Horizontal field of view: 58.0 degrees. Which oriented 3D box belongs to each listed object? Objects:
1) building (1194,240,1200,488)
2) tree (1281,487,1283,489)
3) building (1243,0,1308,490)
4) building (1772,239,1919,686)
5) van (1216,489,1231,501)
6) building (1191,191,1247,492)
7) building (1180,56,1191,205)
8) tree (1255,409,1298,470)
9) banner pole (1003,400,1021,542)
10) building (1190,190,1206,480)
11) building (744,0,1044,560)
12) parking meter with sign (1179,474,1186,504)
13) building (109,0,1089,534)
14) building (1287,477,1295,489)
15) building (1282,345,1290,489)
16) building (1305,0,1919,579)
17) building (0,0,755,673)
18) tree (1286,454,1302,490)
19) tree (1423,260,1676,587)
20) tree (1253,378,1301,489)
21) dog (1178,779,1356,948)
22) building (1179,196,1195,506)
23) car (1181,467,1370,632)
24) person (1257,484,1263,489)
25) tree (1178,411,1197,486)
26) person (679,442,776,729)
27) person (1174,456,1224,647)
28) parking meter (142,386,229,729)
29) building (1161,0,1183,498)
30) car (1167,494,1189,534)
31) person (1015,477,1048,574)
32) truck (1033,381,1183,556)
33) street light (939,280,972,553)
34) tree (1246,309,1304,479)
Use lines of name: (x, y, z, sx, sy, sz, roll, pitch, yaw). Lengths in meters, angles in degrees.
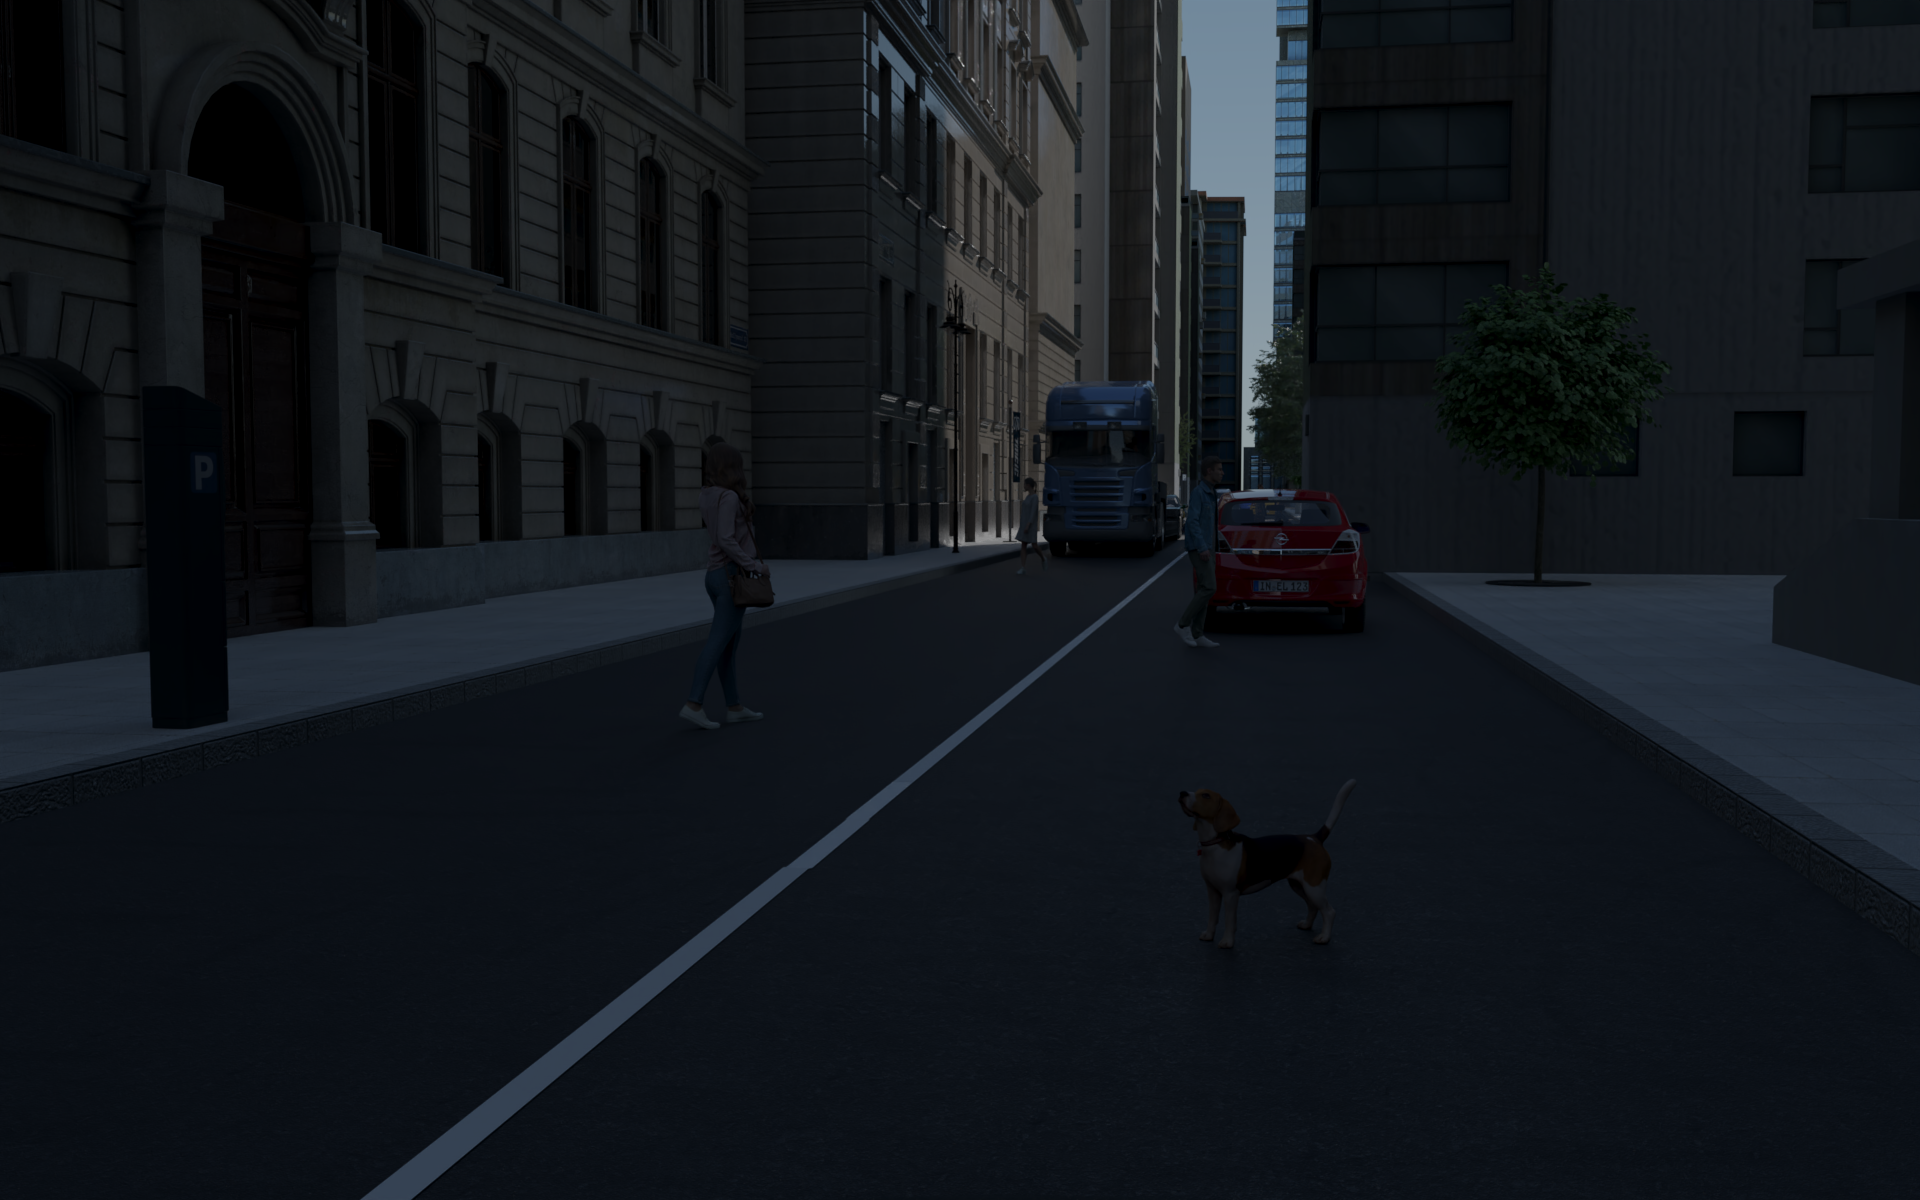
building: (18.922, -25.591, 190.106, 14.160, 30.474, 14.107, 1, 4, 10)
tree: (43.032, -14.336, 228.994, 1.663, 3.219, 1.824, 0, 3, 0)
building: (55.821, -56.864, 242.397, 31.000, 86.520, 22.319, 1, 4, 10)
building: (21.699, -19.099, 4.153, 32.217, 40.220, 23.993, 1, 4, 10)
van: (21.331, -8.192, 140.953, 2.013, 2.044, 4.112, 1, 4, 10)
building: (26.206, -36.297, 248.074, 28.867, 44.769, 22.147, 1, 4, 10)
building: (16.087, -32.147, 175.720, 14.600, 45.320, 14.200, 1, 4, 10)
tree: (30.351, -13.398, 153.469, 8.767, 10.594, 7.601, -1, 4, -10)
banner pole: (1.443, -3.441, 46.283, 0.401, 3.779, 0.863, 2, 4, 27)
building: (18.116, -31.947, 214.220, 23.993, 40.220, 32.217, 1, 4, 10)
building: (-5.291, -15.186, 45.559, 12.463, 27.353, 25.104, 1, 4, 10)
parking meter with sign: (19.236, -9.639, 153.861, 0.543, 3.016, 1.738, -3, 5, -44)
building: (-12.802, -15.233, 68.147, 34.723, 24.649, 14.460, 1, 4, 10)
building: (48.690, -29.238, 169.918, 32.217, 40.220, 23.993, 1, 4, 10)
building: (53.575, -22.366, 210.721, 27.650, 21.520, 28.899, 1, 4, 10)
building: (13.816, -15.994, 33.197, 14.160, 30.474, 14.107, 1, 4, 10)
building: (-11.788, -12.038, 15.906, 14.460, 24.649, 34.723, 1, 4, 10)
tree: (24.684, -8.458, 122.007, 4.285, 4.588, 4.351, 0, 3, 0)
tree: (8.202, -2.487, 24.379, 4.285, 4.588, 4.351, 0, 3, 0)
tree: (28.169, -13.340, 143.872, 9.928, 11.665, 9.643, 0, 3, 0)
dog: (0.984, 0.841, 5.540, 0.406, 0.507, 0.540, 2, 4, 31)
building: (14.248, -23.881, 162.154, 14.160, 30.474, 14.107, 1, 4, 10)
car: (3.569, -0.644, 19.564, 2.155, 1.783, 4.494, 1, 4, 9)
person: (11.106, -3.384, 63.932, 0.767, 1.812, 0.694, 1, 4, 13)
tree: (18.264, -12.056, 147.478, 4.737, 8.622, 4.395, 0, 3, 0)
person: (-1.486, -0.100, 10.726, 0.643, 1.750, 0.593, -2, 4, -29)
person: (2.237, -0.447, 16.158, 0.444, 1.785, 0.601, 2, 4, 29)
parking meter: (-4.279, -0.237, 9.589, 0.255, 1.863, 0.399, 1, 4, 12)
building: (3.697, -24.633, 86.350, 14.154, 41.232, 14.086, 1, 4, 10)
car: (7.416, -3.202, 64.155, 2.131, 1.459, 4.920, 1, 4, 10)
person: (1.274, -1.340, 31.158, 0.466, 1.731, 0.760, 3, 4, 37)
truck: (4.479, -3.505, 47.068, 2.967, 4.110, 18.799, 1, 4, 10)
street light: (-0.093, -3.958, 37.505, 0.468, 5.910, 1.993, 1, 4, 10)
tree: (22.947, -12.633, 113.198, 9.857, 13.997, 8.962, 0, 3, 0)
